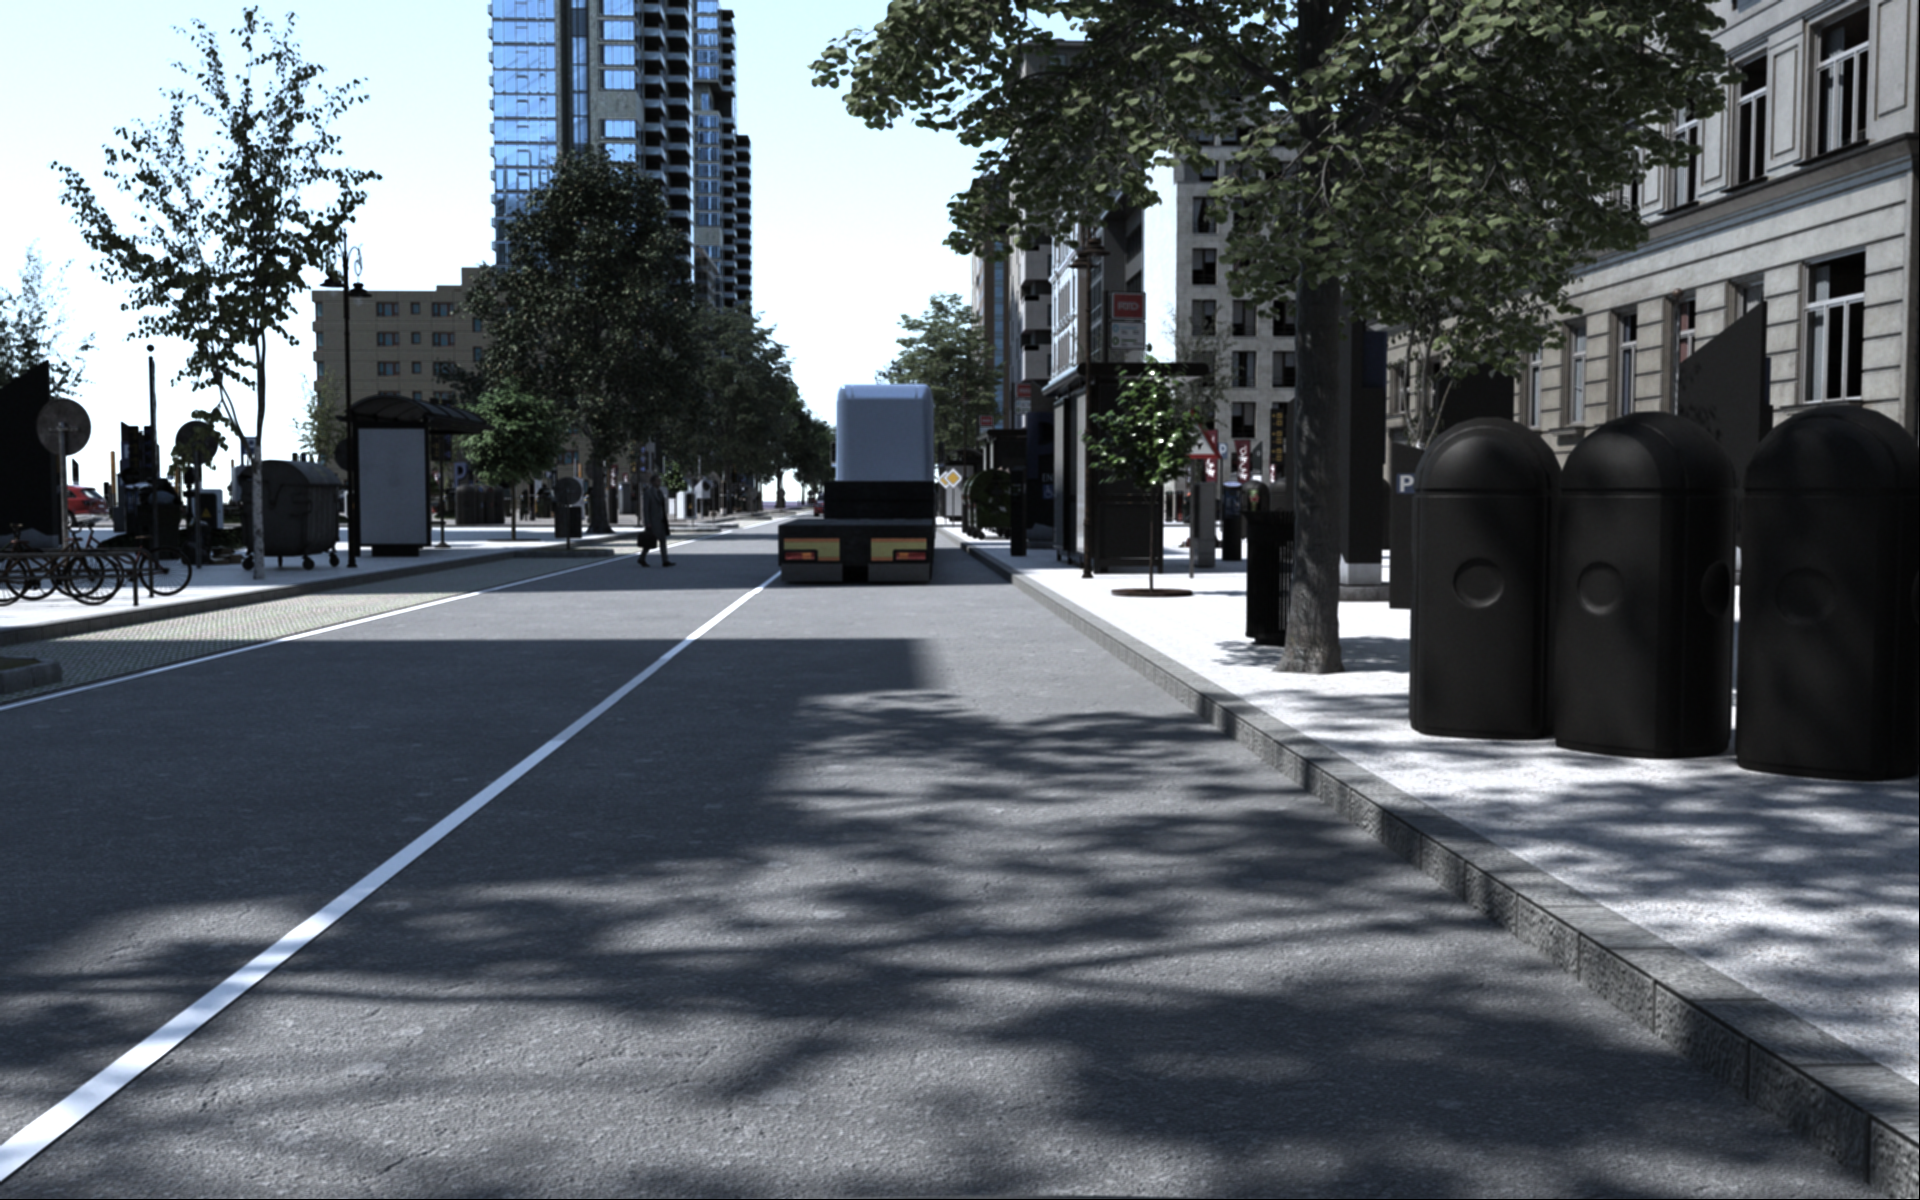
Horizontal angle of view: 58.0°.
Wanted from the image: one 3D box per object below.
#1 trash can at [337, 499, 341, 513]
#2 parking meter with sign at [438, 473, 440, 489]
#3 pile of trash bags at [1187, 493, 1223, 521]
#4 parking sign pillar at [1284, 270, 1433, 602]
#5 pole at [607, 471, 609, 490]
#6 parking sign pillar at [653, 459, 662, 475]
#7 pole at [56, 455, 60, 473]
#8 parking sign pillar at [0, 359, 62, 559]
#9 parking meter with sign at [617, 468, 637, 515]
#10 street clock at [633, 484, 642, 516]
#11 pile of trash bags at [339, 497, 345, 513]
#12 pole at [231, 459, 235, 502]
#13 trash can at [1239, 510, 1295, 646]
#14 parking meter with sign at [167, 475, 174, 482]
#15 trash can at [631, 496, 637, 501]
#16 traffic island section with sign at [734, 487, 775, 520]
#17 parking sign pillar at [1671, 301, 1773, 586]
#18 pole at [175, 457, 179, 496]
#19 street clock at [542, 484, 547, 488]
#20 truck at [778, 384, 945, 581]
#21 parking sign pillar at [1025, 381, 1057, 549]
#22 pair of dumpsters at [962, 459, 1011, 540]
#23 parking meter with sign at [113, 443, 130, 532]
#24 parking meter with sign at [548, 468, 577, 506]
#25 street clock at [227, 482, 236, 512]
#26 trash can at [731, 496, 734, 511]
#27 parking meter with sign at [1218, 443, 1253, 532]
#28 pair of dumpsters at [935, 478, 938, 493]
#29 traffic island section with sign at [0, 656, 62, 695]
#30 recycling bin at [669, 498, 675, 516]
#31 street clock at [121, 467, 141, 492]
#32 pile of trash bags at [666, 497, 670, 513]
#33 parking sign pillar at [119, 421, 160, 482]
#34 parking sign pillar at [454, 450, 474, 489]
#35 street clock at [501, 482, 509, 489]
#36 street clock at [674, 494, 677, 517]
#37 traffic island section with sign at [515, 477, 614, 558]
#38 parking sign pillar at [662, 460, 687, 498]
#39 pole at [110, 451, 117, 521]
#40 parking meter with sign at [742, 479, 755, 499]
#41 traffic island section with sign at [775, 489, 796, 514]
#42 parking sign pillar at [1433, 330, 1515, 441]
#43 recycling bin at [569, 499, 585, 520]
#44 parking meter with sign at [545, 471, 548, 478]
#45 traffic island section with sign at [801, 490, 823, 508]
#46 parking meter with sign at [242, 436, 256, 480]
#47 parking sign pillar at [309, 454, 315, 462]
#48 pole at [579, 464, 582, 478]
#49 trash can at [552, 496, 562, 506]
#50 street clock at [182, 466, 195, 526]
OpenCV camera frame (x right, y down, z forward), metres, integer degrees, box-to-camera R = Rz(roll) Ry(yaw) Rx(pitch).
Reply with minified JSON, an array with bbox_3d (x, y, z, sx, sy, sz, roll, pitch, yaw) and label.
[{"bbox_3d":[-48.136,-7.403,132.687,0.748,1.137,0.748,0,3,0],"label":"trash can"},{"bbox_3d":[-42.710,-8.891,141.630,0.543,3.016,1.738,-1,4,-10],"label":"parking meter with sign"},{"bbox_3d":[12.458,-4.517,83.609,3.447,1.369,1.912,3,4,38],"label":"pile of trash bags"},{"bbox_3d":[4.800,-2.002,21.208,1.447,3.967,1.447,0,4,-3],"label":"parking sign pillar"},{"bbox_3d":[-20.363,-6.508,100.245,0.158,3.312,0.155,0,3,0],"label":"pole"},{"bbox_3d":[-23.082,-8.831,132.865,1.447,3.967,1.447,1,4,11],"label":"parking sign pillar"},{"bbox_3d":[-23.420,-3.137,45.133,0.158,3.312,0.155,0,3,0],"label":"pole"},{"bbox_3d":[-18.891,-2.830,34.742,1.447,3.967,1.447,-1,4,-13],"label":"parking sign pillar"},{"bbox_3d":[-21.035,-6.880,108.757,0.543,3.016,1.738,3,4,37],"label":"parking meter with sign"},{"bbox_3d":[-18.687,-5.868,100.506,0.358,2.002,0.471,3,4,36],"label":"street clock"},{"bbox_3d":[-44.493,-6.784,120.670,3.447,1.369,1.912,-1,4,-8],"label":"pile of trash bags"},{"bbox_3d":[-42.277,-6.537,100.727,0.158,3.312,0.155,0,3,0],"label":"pole"},{"bbox_3d":[2.758,-0.193,14.817,0.748,1.137,0.748,0,3,0],"label":"trash can"},{"bbox_3d":[-65.490,-9.013,143.624,0.543,3.016,1.738,-2,4,-27],"label":"parking meter with sign"},{"bbox_3d":[-22.783,-6.666,120.642,0.748,1.137,0.748,0,3,0],"label":"trash can"},{"bbox_3d":[-11.481,-5.353,96.150,1.989,1.847,2.006,0,4,-3],"label":"traffic island section with sign"},{"bbox_3d":[10.914,-2.225,24.851,1.447,3.967,1.447,-3,5,-40],"label":"parking sign pillar"},{"bbox_3d":[-42.845,-6.172,94.749,0.158,3.312,0.155,0,3,0],"label":"pole"},{"bbox_3d":[-29.260,-7.162,121.663,0.358,2.002,0.471,2,4,25],"label":"street clock"},{"bbox_3d":[-1.765,-2.860,36.528,2.967,4.110,18.799,0,4,-1],"label":"truck"},{"bbox_3d":[2.196,-3.205,40.878,1.447,3.967,1.447,2,4,32],"label":"parking sign pillar"},{"bbox_3d":[0.922,-2.930,50.401,1.574,2.255,4.437,0,4,-2],"label":"pair of dumpsters"},{"bbox_3d":[-28.409,-3.833,58.938,0.543,3.016,1.738,-1,4,-12],"label":"parking meter with sign"},{"bbox_3d":[-26.952,-7.441,117.928,1.738,3.016,0.543,0,4,-6],"label":"parking meter with sign"},{"bbox_3d":[-41.449,-5.763,98.792,0.358,2.002,0.471,0,4,-7],"label":"street clock"},{"bbox_3d":[-15.031,-6.161,112.388,0.748,1.137,0.748,0,3,0],"label":"trash can"},{"bbox_3d":[9.485,-3.803,58.437,0.543,3.016,1.738,-3,5,-44],"label":"parking meter with sign"},{"bbox_3d":[-1.312,-6.298,105.471,1.574,2.255,4.437,0,4,-3],"label":"pair of dumpsters"},{"bbox_3d":[-7.803,-0.244,12.623,1.989,1.847,2.006,0,4,-3],"label":"traffic island section with sign"},{"bbox_3d":[-16.970,-5.580,103.783,0.722,1.027,0.722,3,5,42],"label":"recycling bin"},{"bbox_3d":[-22.538,-2.604,47.139,0.471,2.002,0.358,-1,4,-19],"label":"street clock"},{"bbox_3d":[-20.341,-6.520,116.350,1.912,1.369,3.447,-2,4,-26],"label":"pile of trash bags"},{"bbox_3d":[-30.214,-4.609,63.832,1.447,3.967,1.447,-1,4,-10],"label":"parking sign pillar"},{"bbox_3d":[-30.293,-7.176,105.802,1.447,3.967,1.447,2,4,33],"label":"parking sign pillar"},{"bbox_3d":[-27.474,-6.121,104.641,0.471,2.002,0.358,0,4,1],"label":"street clock"},{"bbox_3d":[-16.185,-5.768,98.877,0.471,2.002,0.358,0,4,1],"label":"street clock"},{"bbox_3d":[-8.978,-1.891,39.553,1.989,1.847,2.006,0,4,-3],"label":"traffic island section with sign"},{"bbox_3d":[-19.909,-8.176,122.151,1.447,3.967,1.447,1,4,11],"label":"parking sign pillar"},{"bbox_3d":[-39.950,-5.377,81.750,0.158,3.312,0.155,0,3,0],"label":"pole"},{"bbox_3d":[-18.204,-9.262,147.691,1.738,3.016,0.543,-2,4,-30],"label":"parking meter with sign"},{"bbox_3d":[-12.667,-7.000,123.079,1.989,1.847,2.006,0,4,-3],"label":"traffic island section with sign"},{"bbox_3d":[8.260,-2.422,28.067,1.447,3.967,1.447,-1,4,-9],"label":"parking sign pillar"},{"bbox_3d":[-19.128,-4.499,86.114,0.722,1.027,0.722,-3,4,-37],"label":"recycling bin"},{"bbox_3d":[-30.837,-8.308,132.101,1.738,3.016,0.543,3,4,37],"label":"parking meter with sign"},{"bbox_3d":[-14.877,-10.081,173.446,1.989,1.847,2.006,0,4,-3],"label":"traffic island section with sign"},{"bbox_3d":[-21.623,-3.487,53.276,0.543,3.016,1.738,-1,4,-13],"label":"parking meter with sign"},{"bbox_3d":[-43.091,-7.788,115.809,1.447,3.967,1.447,0,4,-6],"label":"parking sign pillar"},{"bbox_3d":[-25.647,-7.535,117.041,0.158,3.312,0.155,0,3,0],"label":"pole"},{"bbox_3d":[-24.057,-5.603,103.257,0.748,1.137,0.748,0,3,0],"label":"trash can"},{"bbox_3d":[-20.133,-2.489,45.260,0.358,2.002,0.471,-1,4,-19],"label":"street clock"}]
